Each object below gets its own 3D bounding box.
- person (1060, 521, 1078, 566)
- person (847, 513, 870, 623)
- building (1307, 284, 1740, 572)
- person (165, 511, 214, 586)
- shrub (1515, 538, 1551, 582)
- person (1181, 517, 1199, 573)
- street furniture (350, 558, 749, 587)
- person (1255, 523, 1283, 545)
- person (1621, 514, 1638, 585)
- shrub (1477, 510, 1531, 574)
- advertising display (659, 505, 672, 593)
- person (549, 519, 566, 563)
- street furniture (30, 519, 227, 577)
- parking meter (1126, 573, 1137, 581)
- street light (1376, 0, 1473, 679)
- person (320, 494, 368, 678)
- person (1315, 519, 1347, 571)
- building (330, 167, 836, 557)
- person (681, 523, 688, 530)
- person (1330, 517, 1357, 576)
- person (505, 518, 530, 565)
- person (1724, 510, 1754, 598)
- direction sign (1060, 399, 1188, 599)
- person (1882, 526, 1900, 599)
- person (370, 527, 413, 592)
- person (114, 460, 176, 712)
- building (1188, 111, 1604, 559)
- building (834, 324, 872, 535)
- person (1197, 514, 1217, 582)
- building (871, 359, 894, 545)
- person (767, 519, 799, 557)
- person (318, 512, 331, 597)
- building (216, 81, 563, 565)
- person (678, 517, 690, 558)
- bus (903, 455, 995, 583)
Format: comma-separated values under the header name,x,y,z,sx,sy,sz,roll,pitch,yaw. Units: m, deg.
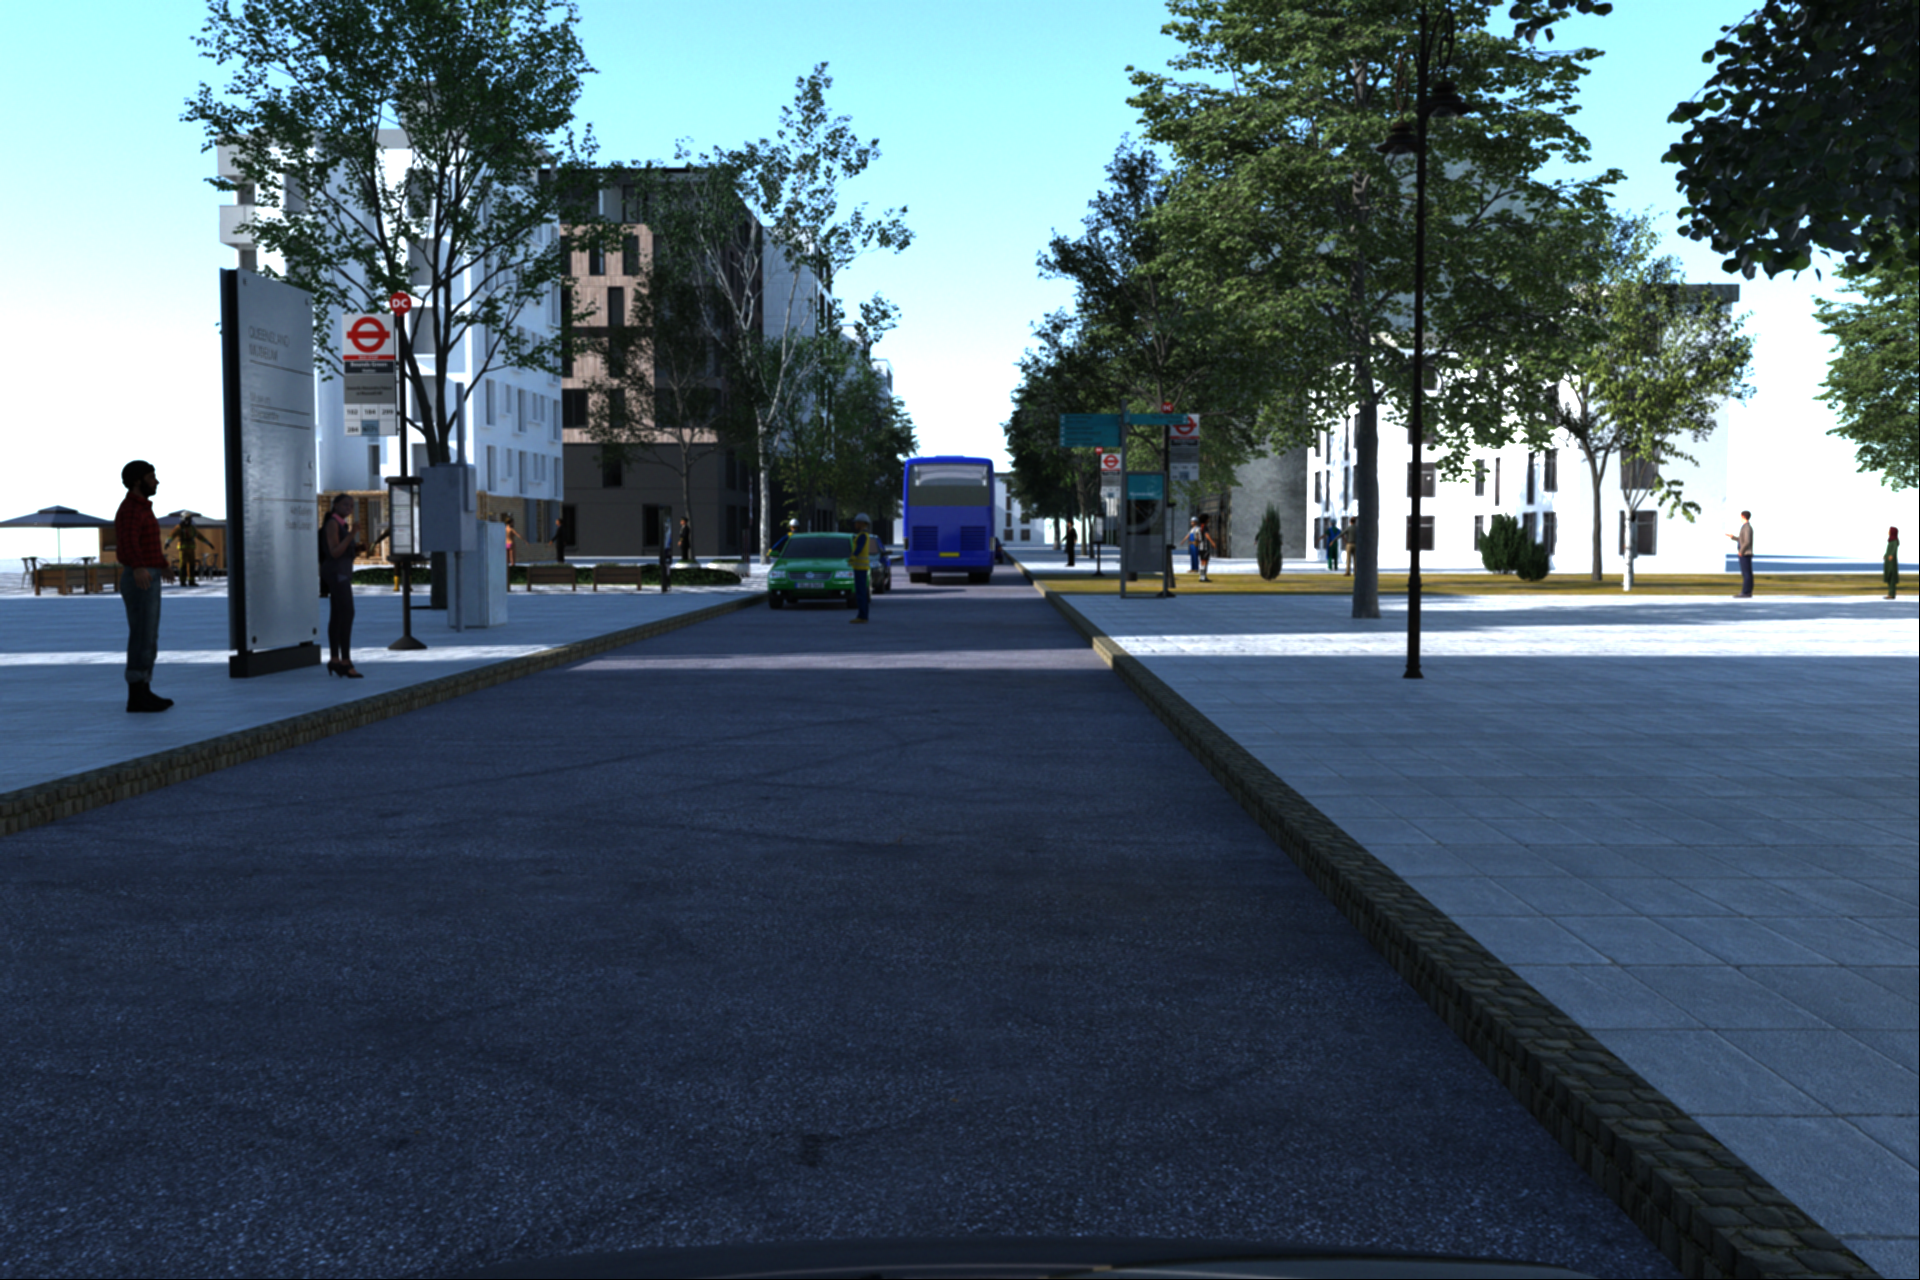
name,x,y,z,sx,sy,sz,roll,pitch,yaw
person,4.377,-3.824,68.707,0.705,1.806,1.347,-2,4,-23
person,-1.675,-1.164,27.953,0.721,1.772,1.216,0,4,4
building,21.641,-7.960,72.294,9.099,9.664,28.070,0,4,0
person,-18.962,-2.248,42.522,0.705,1.858,1.354,2,4,30
shrub,15.394,-2.167,46.544,1.383,1.207,1.383,0,3,0
person,7.737,-3.146,57.298,0.705,1.847,1.347,-2,4,-24
street furniture,-10.288,-1.775,44.643,10.072,0.657,5.734,1,4,10
person,10.022,-3.036,56.351,0.721,1.740,1.216,-3,4,-36
person,16.817,-2.286,43.558,0.705,1.806,1.347,1,4,22
shrub,17.412,-3.143,55.433,1.661,2.075,1.752,0,3,0
advertising display,-6.491,-2.018,38.204,0.123,1.923,0.974,0,4,0
person,-13.462,-3.178,58.192,0.704,1.802,1.346,0,4,7
street furniture,-23.364,-2.986,55.670,9.812,1.723,11.010,0,4,-1
parking meter,4.631,-2.362,47.028,0.372,1.533,0.369,0,3,0
street light,4.042,-2.598,15.268,0.468,5.910,1.993,0,4,0
person,-5.507,-0.494,15.585,0.593,1.643,0.415,2,4,32
person,13.114,-3.357,61.011,1.347,1.817,0.704,-2,4,-24
building,-23.646,-16.480,113.416,27.936,21.610,32.646,0,4,2
person,-10.185,-3.562,64.370,0.705,1.813,1.348,-1,4,-8
person,11.992,-2.858,52.997,1.348,1.796,0.705,0,4,-6
person,-12.760,-2.599,49.294,1.217,1.733,0.721,1,4,22
person,15.754,-1.745,35.112,0.617,1.759,0.750,-3,5,-43
direction sign,3.230,-2.751,33.741,2.525,3.948,1.411,0,4,1
person,18.296,-1.524,34.132,0.599,1.438,0.989,1,4,22
person,-12.421,-1.983,38.552,1.346,1.812,0.704,-1,4,-18
person,-5.910,-0.396,12.581,0.704,1.816,1.345,-1,4,-17
building,23.333,-16.323,97.814,19.493,23.208,18.063,0,4,1
building,-23.390,-19.743,166.765,27.936,21.610,32.646,0,4,1
person,6.562,-2.455,46.283,0.704,1.843,1.345,-1,4,-9
building,-22.448,-21.792,200.278,27.936,21.610,32.646,0,4,1
person,-3.775,-1.850,39.173,1.216,1.772,0.721,-1,4,-23
person,-12.848,-1.736,35.162,0.721,1.737,1.214,2,4,32
building,-25.066,-13.298,73.850,16.016,20.090,11.380,0,4,1
person,-8.798,-3.015,55.236,0.705,1.837,1.347,0,4,-3
bus,-0.299,-3.794,53.578,2.896,3.916,12.251,0,3,0
